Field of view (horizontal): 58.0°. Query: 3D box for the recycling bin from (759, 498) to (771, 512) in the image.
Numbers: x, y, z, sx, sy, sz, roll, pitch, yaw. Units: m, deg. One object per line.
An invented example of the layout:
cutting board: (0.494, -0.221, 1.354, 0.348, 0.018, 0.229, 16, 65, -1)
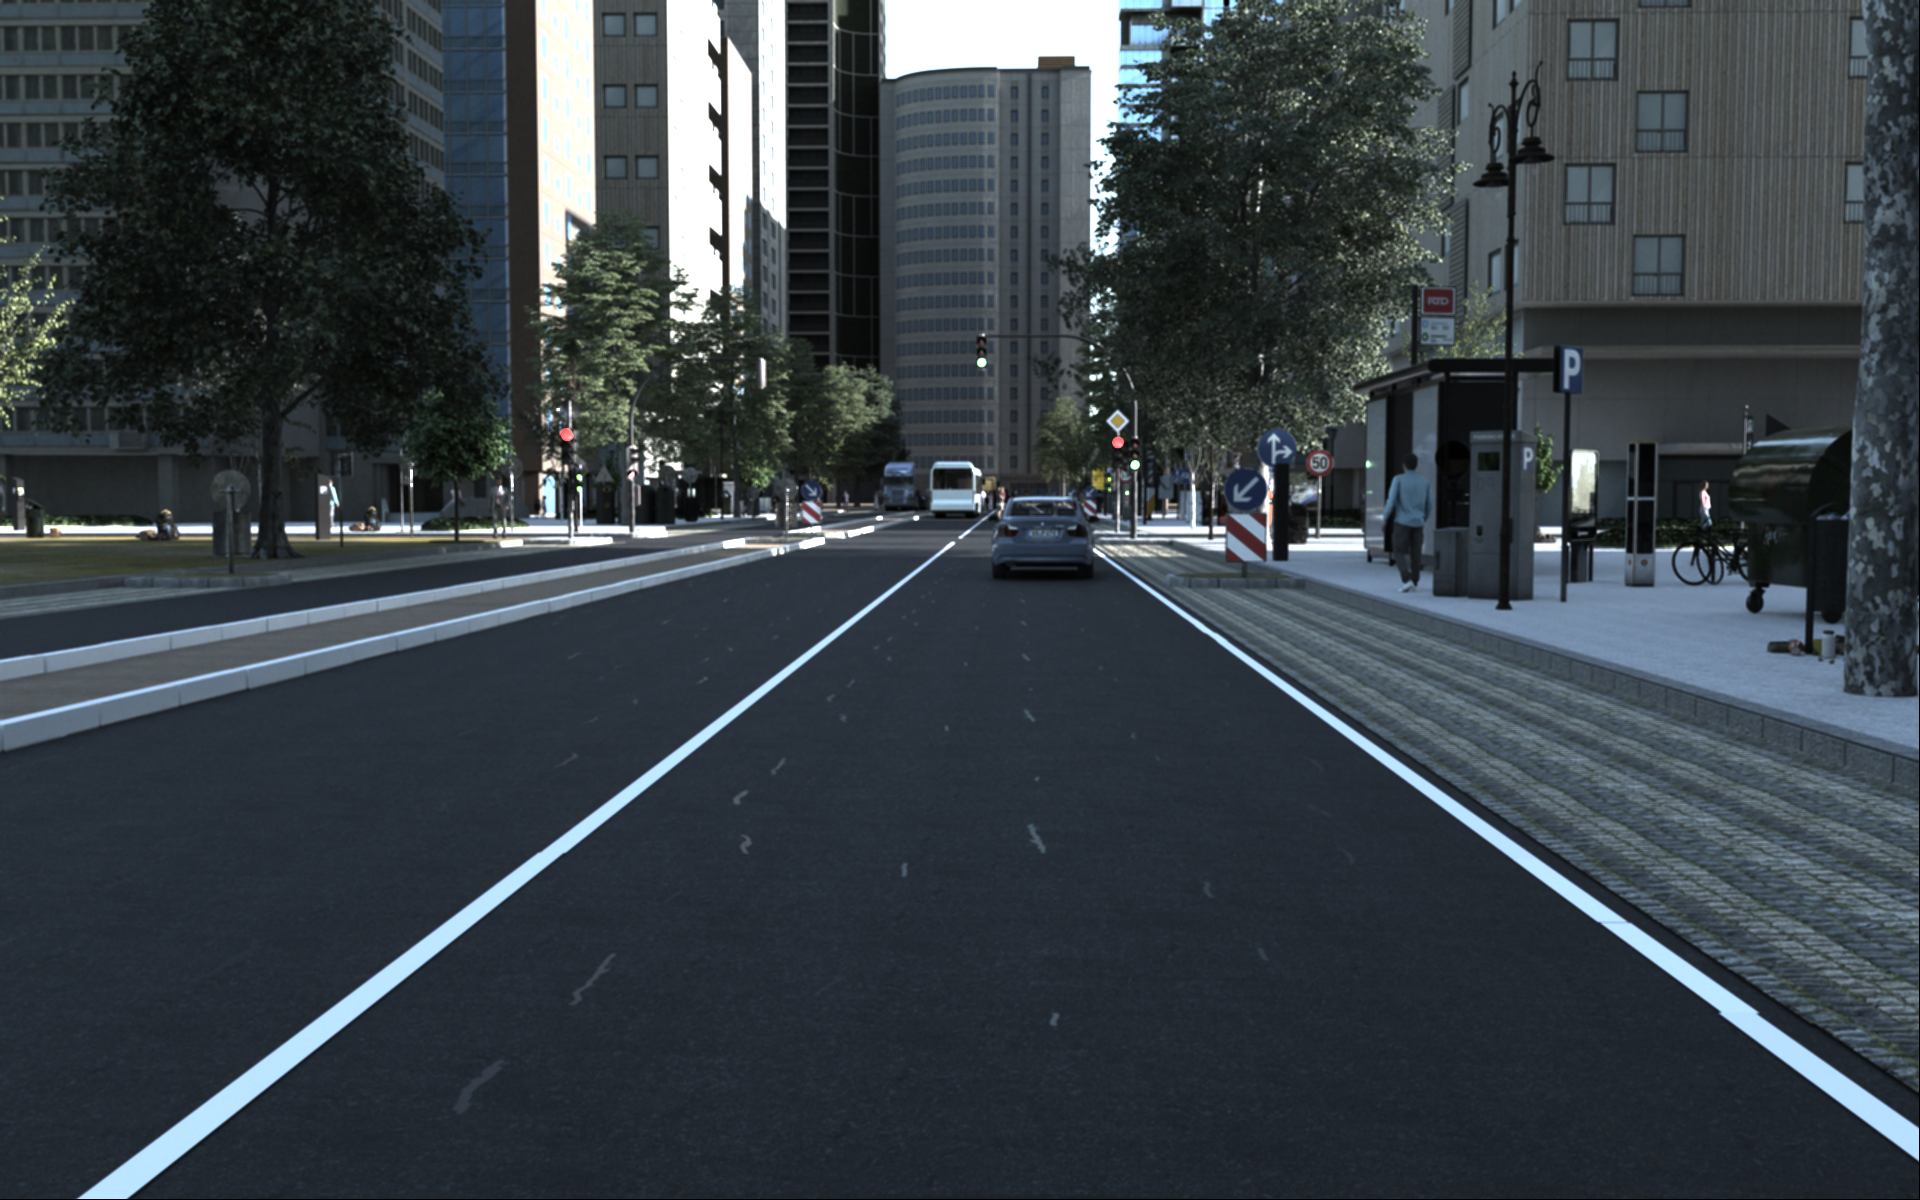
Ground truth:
recycling bin: (-14.141, -6.893, 125.254, 0.722, 1.027, 0.722, 3, 4, 36)

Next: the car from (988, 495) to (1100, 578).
car: (1.483, -1.148, 30.766, 2.014, 1.417, 4.499, 0, 4, 3)

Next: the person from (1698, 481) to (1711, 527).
person: (22.159, -2.631, 51.523, 0.388, 1.821, 0.555, 1, 4, 16)

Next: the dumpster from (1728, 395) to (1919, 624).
dumpster: (9.058, -0.939, 17.840, 1.502, 2.255, 1.985, 0, 4, 2)

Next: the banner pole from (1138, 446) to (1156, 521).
banner pole: (9.000, -5.698, 83.182, 0.863, 3.779, 0.401, 0, 4, 2)

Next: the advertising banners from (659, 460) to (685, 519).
advertising banners: (-14.836, -5.684, 89.116, 2.074, 3.025, 0.090, 3, 5, 42)

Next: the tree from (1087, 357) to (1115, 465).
tree: (8.468, -7.779, 77.553, 4.360, 8.622, 3.978, 0, 3, 0)

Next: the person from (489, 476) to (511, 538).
person: (-13.309, -2.677, 50.086, 0.678, 1.792, 0.850, 0, 4, -4)

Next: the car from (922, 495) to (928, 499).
car: (-3.543, -12.071, 206.943, 1.945, 1.707, 3.694, 0, 4, 4)

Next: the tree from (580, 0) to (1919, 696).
tree: (5.059, -9.385, 9.342, 12.611, 20.169, 13.585, 0, 3, 0)

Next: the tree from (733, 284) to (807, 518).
tree: (-12.578, -10.767, 94.172, 7.486, 12.596, 7.792, 0, 3, 0)

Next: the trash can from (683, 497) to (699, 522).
trash can: (-12.397, -4.171, 79.847, 0.748, 1.137, 0.748, 0, 3, 0)

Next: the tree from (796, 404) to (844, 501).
tree: (-11.389, -11.307, 135.231, 4.737, 8.622, 4.395, 0, 3, 0)

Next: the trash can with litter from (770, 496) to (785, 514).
trash can with litter: (-12.261, -6.306, 114.494, 0.624, 1.170, 1.055, -2, 4, -32)

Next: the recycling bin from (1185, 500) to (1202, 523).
recycling bin: (10.403, -3.941, 76.994, 0.722, 1.027, 0.722, 0, 4, 5)

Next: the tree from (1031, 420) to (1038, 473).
tree: (11.718, -17.327, 201.430, 7.486, 12.596, 7.792, 0, 3, 0)

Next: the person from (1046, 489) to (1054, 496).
person: (5.923, -6.492, 115.047, 0.661, 1.777, 0.834, -2, 4, -34)

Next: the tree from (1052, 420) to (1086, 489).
tree: (11.325, -13.607, 172.837, 4.360, 8.622, 3.978, 0, 3, 0)

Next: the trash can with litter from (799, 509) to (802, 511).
trash can with litter: (-12.477, -7.393, 131.936, 1.678, 1.210, 2.233, -1, 4, -17)

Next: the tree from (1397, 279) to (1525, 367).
tree: (16.968, -6.631, 58.780, 4.737, 8.622, 4.395, 0, 3, 0)

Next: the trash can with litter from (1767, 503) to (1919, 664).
trash can with litter: (7.448, -0.178, 13.961, 2.233, 1.210, 1.678, -1, 4, -19)

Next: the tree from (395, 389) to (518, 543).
tree: (-13.565, -3.825, 46.247, 4.285, 4.588, 4.351, 0, 3, 0)

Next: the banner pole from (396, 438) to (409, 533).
banner pole: (-18.483, -4.134, 57.616, 0.401, 3.779, 0.863, -3, 5, -44)

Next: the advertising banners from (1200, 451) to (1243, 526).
advertising banners: (10.653, -4.540, 70.415, 2.074, 3.025, 0.090, -2, 4, -27)

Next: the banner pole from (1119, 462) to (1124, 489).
banner pole: (10.248, -7.352, 110.216, 0.863, 3.779, 0.401, 3, 5, 42)

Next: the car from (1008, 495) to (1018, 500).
car: (5.806, -10.689, 187.119, 2.083, 1.381, 4.827, 0, 4, 3)

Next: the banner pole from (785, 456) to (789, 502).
banner pole: (-11.307, -7.540, 113.292, 0.401, 3.779, 0.863, 1, 4, 10)

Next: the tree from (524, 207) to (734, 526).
tree: (-13.896, -9.255, 69.453, 7.486, 12.596, 7.792, 0, 3, 0)

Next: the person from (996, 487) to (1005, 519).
person: (2.224, -5.332, 95.653, 0.580, 1.828, 0.573, 2, 4, 25)

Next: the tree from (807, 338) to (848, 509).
tree: (-12.269, -12.690, 125.614, 7.486, 12.596, 7.792, 0, 3, 0)

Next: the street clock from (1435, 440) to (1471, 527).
street clock: (6.647, -1.147, 23.324, 0.471, 2.002, 0.358, 2, 4, 27)

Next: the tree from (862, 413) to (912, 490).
tree: (-8.909, -16.131, 198.152, 8.767, 10.594, 7.601, 3, 4, 36)

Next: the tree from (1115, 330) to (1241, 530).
tree: (8.311, -6.834, 62.093, 4.360, 8.622, 3.978, 0, 3, 0)

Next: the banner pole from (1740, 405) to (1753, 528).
banner pole: (22.078, -3.584, 48.624, 0.401, 3.779, 0.863, 0, 4, 4)

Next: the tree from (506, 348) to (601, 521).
tree: (-19.418, -8.123, 83.176, 4.360, 8.622, 3.978, 0, 3, 0)

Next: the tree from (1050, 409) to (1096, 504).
tree: (10.204, -12.187, 149.623, 4.737, 8.622, 4.395, 0, 3, 0)

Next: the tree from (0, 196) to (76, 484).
tree: (-23.489, -5.538, 40.913, 4.737, 8.622, 4.395, 0, 3, 0)

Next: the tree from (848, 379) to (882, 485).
tree: (-10.759, -14.331, 152.434, 7.486, 12.596, 7.792, 0, 3, 0)

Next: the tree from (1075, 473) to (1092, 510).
tree: (10.434, -9.039, 142.393, 1.663, 3.219, 1.824, 0, 3, 0)

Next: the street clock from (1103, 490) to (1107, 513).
street clock: (9.661, -6.780, 115.421, 0.471, 2.002, 0.358, -1, 4, -14)

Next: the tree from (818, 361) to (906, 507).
tree: (-9.864, -15.940, 167.269, 9.857, 13.997, 8.962, 0, 3, 0)

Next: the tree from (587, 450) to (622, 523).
tree: (-15.616, -5.030, 76.844, 1.663, 3.219, 1.824, 0, 3, 0)

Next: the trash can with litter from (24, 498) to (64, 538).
trash can with litter: (-26.961, -2.421, 50.977, 1.055, 1.170, 0.624, -2, 4, -24)

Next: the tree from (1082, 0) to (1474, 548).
tree: (7.087, -8.233, 41.258, 9.857, 13.997, 8.962, 0, 3, 0)

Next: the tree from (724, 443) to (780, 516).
tree: (-12.232, -7.271, 102.590, 4.285, 4.588, 4.351, 0, 3, 0)

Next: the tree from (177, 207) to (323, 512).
tree: (-17.971, -5.747, 44.324, 4.360, 8.622, 3.978, 0, 3, 0)

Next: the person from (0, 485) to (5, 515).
person: (-24.989, -2.356, 44.668, 0.635, 1.810, 0.391, -3, 5, -41)

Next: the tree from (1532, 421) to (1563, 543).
tree: (15.350, -3.131, 45.801, 1.663, 3.219, 1.824, 0, 3, 0)

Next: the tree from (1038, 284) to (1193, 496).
tree: (9.368, -10.660, 92.425, 7.486, 12.596, 7.792, 0, 3, 0)

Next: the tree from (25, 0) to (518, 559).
tree: (-13.693, -7.183, 34.454, 9.611, 12.733, 9.660, 0, 3, 0)

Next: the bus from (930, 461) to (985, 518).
bus: (-0.124, -6.772, 105.582, 2.948, 3.499, 13.247, 0, 4, 3)
